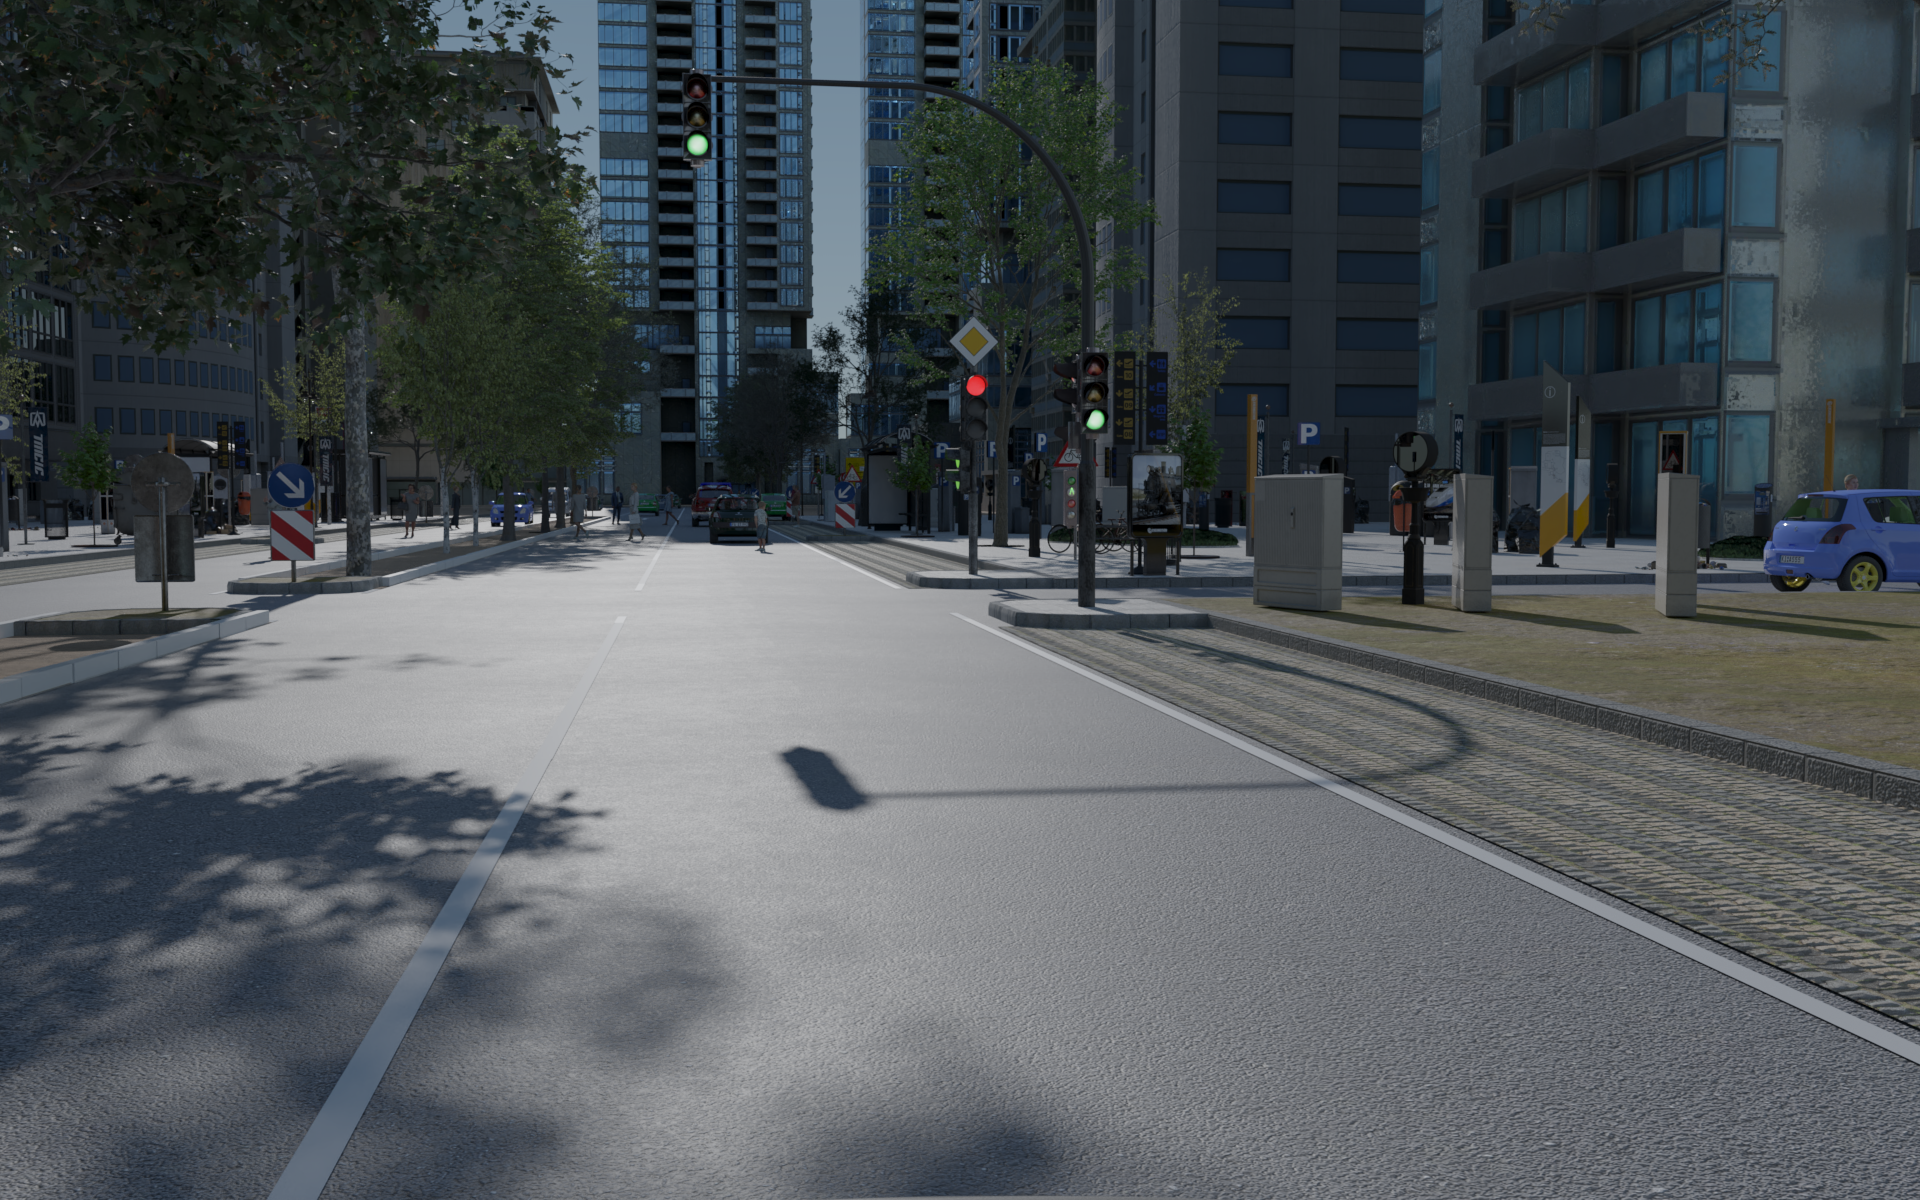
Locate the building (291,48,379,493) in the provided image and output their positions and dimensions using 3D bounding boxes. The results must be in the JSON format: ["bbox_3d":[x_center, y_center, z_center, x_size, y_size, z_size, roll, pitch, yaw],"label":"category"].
[{"bbox_3d":[-62.124,-31.927,145.705,21.600,48.544,21.300,-1,4,-9],"label":"building"}]

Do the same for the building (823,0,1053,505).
[{"bbox_3d":[-0.169,-54.940,210.942,31.000,86.520,22.319,-1,4,-9],"label":"building"}]

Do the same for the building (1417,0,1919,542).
[{"bbox_3d":[31.113,-26.653,55.381,30.456,49.044,23.786,-1,4,-9],"label":"building"}]

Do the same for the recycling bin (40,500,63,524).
[{"bbox_3d":[-39.046,-3.785,74.434,0.722,1.027,0.722,-3,5,-44],"label":"recycling bin"}]

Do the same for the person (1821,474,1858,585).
[{"bbox_3d":[13.896,-1.113,27.365,0.598,1.740,0.731,2,4,23],"label":"person"}]

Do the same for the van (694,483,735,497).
[{"bbox_3d":[-13.328,-5.502,94.340,2.240,2.365,5.245,-1,4,-9],"label":"van"}]

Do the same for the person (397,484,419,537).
[{"bbox_3d":[-18.452,-3.000,57.910,0.716,1.782,0.532,-1,4,-12],"label":"person"}]

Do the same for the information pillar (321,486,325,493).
[{"bbox_3d":[-34.585,-6.257,93.654,0.183,3.616,0.504,2,4,28],"label":"information pillar"}]

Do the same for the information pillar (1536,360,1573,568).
[{"bbox_3d":[10.378,-2.379,30.251,0.183,3.616,0.504,-3,5,-43],"label":"information pillar"}]

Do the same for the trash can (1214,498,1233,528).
[{"bbox_3d":[10.006,-3.315,65.859,0.748,1.137,0.748,0,3,0],"label":"trash can"}]

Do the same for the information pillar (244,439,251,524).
[{"bbox_3d":[-30.210,-5.021,73.443,0.504,3.616,0.183,3,5,42],"label":"information pillar"}]

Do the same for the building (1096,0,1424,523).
[{"bbox_3d":[17.907,-33.584,91.091,21.231,58.520,28.212,-1,4,-9],"label":"building"}]

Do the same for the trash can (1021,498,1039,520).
[{"bbox_3d":[2.614,-3.226,64.396,0.748,1.137,0.748,0,3,0],"label":"trash can"}]

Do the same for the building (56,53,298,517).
[{"bbox_3d":[-56.088,-34.629,108.191,21.231,58.520,28.212,-1,4,-9],"label":"building"}]

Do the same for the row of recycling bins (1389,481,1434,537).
[{"bbox_3d":[14.131,-2.756,52.167,1.069,1.692,3.534,-1,4,-17],"label":"row of recycling bins"}]

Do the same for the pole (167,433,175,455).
[{"bbox_3d":[-26.389,-3.925,58.016,0.158,3.312,0.155,0,3,0],"label":"pole"}]

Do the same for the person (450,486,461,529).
[{"bbox_3d":[-20.535,-3.759,70.383,0.534,1.772,0.576,-2,4,-27],"label":"person"}]

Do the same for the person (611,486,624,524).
[{"bbox_3d":[-16.255,-4.486,82.025,0.721,1.800,0.419,-2,4,-35],"label":"person"}]

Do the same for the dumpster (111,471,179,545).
[{"bbox_3d":[-20.906,-2.368,44.479,1.264,1.857,1.865,-1,4,-9],"label":"dumpster"}]

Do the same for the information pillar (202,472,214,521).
[{"bbox_3d":[-24.708,-3.202,56.851,0.304,2.012,0.304,2,4,26],"label":"information pillar"}]

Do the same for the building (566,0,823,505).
[{"bbox_3d":[-30.878,-54.680,206.684,31.000,86.520,22.319,-1,4,-9],"label":"building"}]

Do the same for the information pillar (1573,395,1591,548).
[{"bbox_3d":[14.803,-3.050,41.228,0.504,3.616,0.183,-2,4,-35],"label":"information pillar"}]

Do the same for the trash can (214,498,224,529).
[{"bbox_3d":[-26.113,-2.988,60.506,0.748,1.137,0.748,0,3,0],"label":"trash can"}]

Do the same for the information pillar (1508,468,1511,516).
[{"bbox_3d":[15.549,-2.696,48.568,0.304,2.012,0.304,1,4,10],"label":"information pillar"}]

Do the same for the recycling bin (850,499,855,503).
[{"bbox_3d":[-5.983,-5.245,98.309,0.722,1.027,0.722,1,4,15],"label":"recycling bin"}]

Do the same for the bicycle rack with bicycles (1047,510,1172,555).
[{"bbox_3d":[3.344,-1.479,37.559,2.925,0.926,2.852,0,4,-6],"label":"bicycle rack with bicycles"}]

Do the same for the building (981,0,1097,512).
[{"bbox_3d":[18.375,-26.511,125.328,32.217,40.220,23.993,-1,4,-9],"label":"building"}]

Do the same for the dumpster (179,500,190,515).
[{"bbox_3d":[-24.056,-3.055,52.441,1.502,2.255,1.985,-1,4,-9],"label":"dumpster"}]

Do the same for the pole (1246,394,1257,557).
[{"bbox_3d":[5.980,-2.549,35.511,0.158,3.312,0.155,0,3,0],"label":"pole"}]

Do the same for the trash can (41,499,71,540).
[{"bbox_3d":[-25.471,-2.273,48.811,0.748,1.137,0.748,0,3,0],"label":"trash can"}]

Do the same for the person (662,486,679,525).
[{"bbox_3d":[-13.335,-4.345,79.631,0.778,1.811,0.616,-1,4,-20],"label":"person"}]

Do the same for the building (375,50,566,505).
[{"bbox_3d":[-60.274,-37.750,206.444,27.495,52.752,28.713,-1,4,-9],"label":"building"}]

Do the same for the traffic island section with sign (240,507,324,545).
[{"bbox_3d":[-19.475,-2.525,49.915,1.989,1.847,2.006,-1,4,-9],"label":"traffic island section with sign"}]

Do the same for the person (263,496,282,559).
[{"bbox_3d":[-15.105,-1.800,38.103,0.511,1.800,0.466,3,5,41],"label":"person"}]

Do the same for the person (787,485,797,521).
[{"bbox_3d":[-7.857,-4.492,81.722,0.659,1.850,0.755,-3,4,-37],"label":"person"}]

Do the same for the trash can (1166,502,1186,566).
[{"bbox_3d":[3.680,-1.194,31.176,0.748,1.137,0.748,0,3,0],"label":"trash can"}]

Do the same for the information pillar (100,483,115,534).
[{"bbox_3d":[-27.264,-3.112,55.378,0.304,2.012,0.304,1,4,19],"label":"information pillar"}]

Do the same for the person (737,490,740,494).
[{"bbox_3d":[-21.931,-10.008,172.231,0.705,1.812,1.348,3,5,42],"label":"person"}]

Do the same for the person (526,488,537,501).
[{"bbox_3d":[-30.017,-6.856,120.584,0.705,1.826,1.348,2,4,33],"label":"person"}]

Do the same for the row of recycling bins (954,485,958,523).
[{"bbox_3d":[-0.462,-4.285,77.171,1.069,1.692,3.534,-2,4,-26],"label":"row of recycling bins"}]

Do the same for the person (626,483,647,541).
[{"bbox_3d":[-9.933,-2.705,53.076,0.624,1.780,0.694,-1,4,-8],"label":"person"}]

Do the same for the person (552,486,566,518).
[{"bbox_3d":[-18.358,-4.318,79.206,0.635,1.810,0.391,-3,4,-38],"label":"person"}]

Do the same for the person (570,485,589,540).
[{"bbox_3d":[-11.920,-2.761,54.385,0.760,1.731,0.466,2,4,26],"label":"person"}]

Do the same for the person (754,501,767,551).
[{"bbox_3d":[-5.000,-1.848,43.395,0.332,1.250,0.352,0,4,7],"label":"person"}]

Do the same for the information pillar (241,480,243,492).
[{"bbox_3d":[-37.515,-5.278,90.789,0.304,2.012,0.304,-2,4,-24],"label":"information pillar"}]

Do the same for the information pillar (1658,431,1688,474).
[{"bbox_3d":[8.349,-0.968,20.321,0.304,2.012,0.304,2,4,25],"label":"information pillar"}]

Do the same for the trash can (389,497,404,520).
[{"bbox_3d":[-27.395,-4.440,84.242,0.748,1.137,0.748,0,3,0],"label":"trash can"}]

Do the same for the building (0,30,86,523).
[{"bbox_3d":[-46.424,-16.840,68.841,14.314,27.812,24.014,-1,4,-9],"label":"building"}]

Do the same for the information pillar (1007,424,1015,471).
[{"bbox_3d":[1.676,-4.094,58.283,0.183,3.616,0.504,-3,5,-42],"label":"information pillar"}]

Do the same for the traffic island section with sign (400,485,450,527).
[{"bbox_3d":[-23.601,-4.154,76.553,1.989,1.847,2.006,-1,4,-9],"label":"traffic island section with sign"}]

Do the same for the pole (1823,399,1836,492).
[{"bbox_3d":[18.677,-2.654,37.236,0.158,3.312,0.155,0,3,0],"label":"pole"}]

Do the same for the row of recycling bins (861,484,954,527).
[{"bbox_3d":[-2.170,-3.768,68.714,3.534,1.692,1.069,-1,4,-8],"label":"row of recycling bins"}]

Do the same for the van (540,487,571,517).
[{"bbox_3d":[-24.715,-6.079,106.410,2.013,2.044,4.112,0,4,-8],"label":"van"}]

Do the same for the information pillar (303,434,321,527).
[{"bbox_3d":[-25.277,-4.648,67.352,0.504,3.616,0.183,1,4,13],"label":"information pillar"}]

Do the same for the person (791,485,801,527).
[{"bbox_3d":[-7.058,-4.037,74.485,0.573,1.828,0.580,-3,5,-41],"label":"person"}]
